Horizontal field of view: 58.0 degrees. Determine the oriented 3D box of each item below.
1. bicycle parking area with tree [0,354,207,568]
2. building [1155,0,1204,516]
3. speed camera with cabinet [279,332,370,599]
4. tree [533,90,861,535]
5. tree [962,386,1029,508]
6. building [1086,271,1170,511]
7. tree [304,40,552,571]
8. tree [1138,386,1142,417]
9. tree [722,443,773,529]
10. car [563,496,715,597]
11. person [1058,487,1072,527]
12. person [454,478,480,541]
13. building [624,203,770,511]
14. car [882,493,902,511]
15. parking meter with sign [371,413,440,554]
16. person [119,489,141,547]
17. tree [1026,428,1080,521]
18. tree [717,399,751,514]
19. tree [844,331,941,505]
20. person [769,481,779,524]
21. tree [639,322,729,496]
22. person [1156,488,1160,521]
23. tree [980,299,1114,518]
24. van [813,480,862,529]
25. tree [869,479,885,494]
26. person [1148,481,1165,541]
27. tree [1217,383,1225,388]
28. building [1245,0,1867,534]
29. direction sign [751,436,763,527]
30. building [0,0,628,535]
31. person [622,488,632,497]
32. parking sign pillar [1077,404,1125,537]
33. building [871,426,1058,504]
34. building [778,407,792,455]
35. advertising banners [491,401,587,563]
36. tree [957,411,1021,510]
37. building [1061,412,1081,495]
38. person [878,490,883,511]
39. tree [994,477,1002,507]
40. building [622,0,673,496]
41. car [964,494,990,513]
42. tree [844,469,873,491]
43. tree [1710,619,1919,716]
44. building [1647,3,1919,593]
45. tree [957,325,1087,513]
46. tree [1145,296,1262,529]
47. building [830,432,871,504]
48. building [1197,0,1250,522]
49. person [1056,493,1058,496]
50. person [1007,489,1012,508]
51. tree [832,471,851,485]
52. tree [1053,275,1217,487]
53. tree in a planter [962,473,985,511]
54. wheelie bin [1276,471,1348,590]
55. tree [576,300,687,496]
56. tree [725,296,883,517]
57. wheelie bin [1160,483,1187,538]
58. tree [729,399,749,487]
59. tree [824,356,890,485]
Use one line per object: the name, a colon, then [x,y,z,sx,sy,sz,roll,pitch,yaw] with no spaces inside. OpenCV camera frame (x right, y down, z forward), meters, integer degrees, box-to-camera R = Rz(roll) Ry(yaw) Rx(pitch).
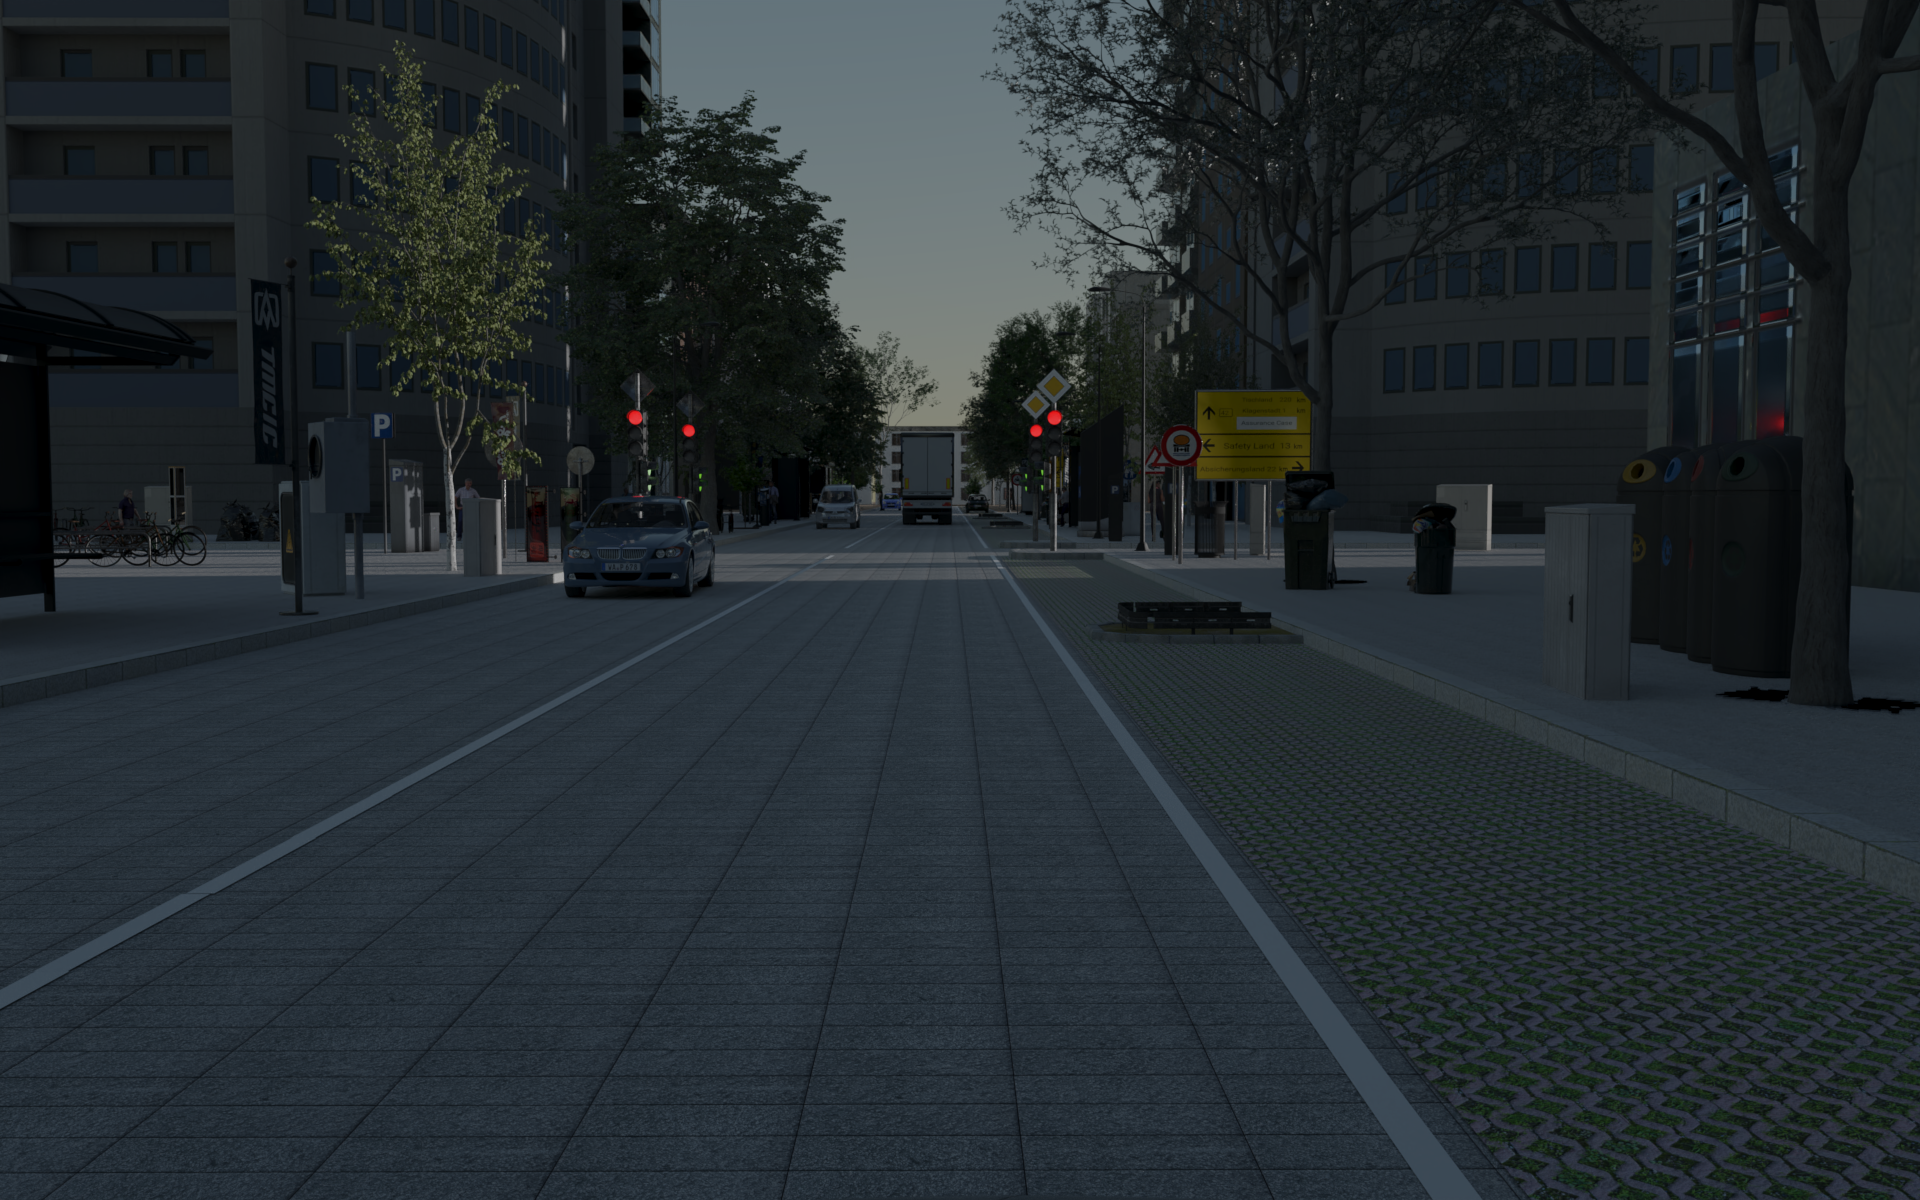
bicycle parking area with tree: [-18.192,-2.781,32.468,9.016,4.147,8.231,-1,4,-8]
building: [23.966,-29.692,105.070,23.786,49.044,30.456,0,4,0]
speed camera with cabinet: [-7.973,-1.671,21.649,0.660,3.252,2.038,-3,4,-36]
tree: [-8.008,-9.010,53.971,9.857,13.997,8.962,0,3,0]
tree: [3.969,-14.695,158.384,7.486,12.596,7.792,0,3,0]
building: [20.173,-17.080,145.719,16.747,18.905,31.486,0,4,0]
tree: [-8.502,-4.781,28.528,4.737,8.622,4.395,0,3,0]
tree: [9.104,-7.253,68.955,4.360,8.622,3.978,0,3,0]
tree: [-8.019,-4.231,63.774,1.663,3.219,1.824,0,3,0]
car: [-4.648,-0.829,25.555,2.014,1.417,4.499,0,4,-2]
person: [4.097,-3.626,67.534,0.614,1.554,0.590,-2,4,-28]
person: [-13.563,-2.489,47.673,0.756,1.711,0.436,-1,4,-17]
building: [-30.561,-17.999,138.256,27.936,21.610,32.646,0,4,0]
car: [-5.967,-8.639,150.831,1.945,1.707,3.694,0,4,-1]
parking meter with sign: [-12.115,-2.552,37.989,0.543,3.016,1.738,1,4,18]
person: [-20.507,-1.958,42.715,0.471,1.553,0.569,3,5,44]
tree: [4.638,-5.994,81.720,4.285,4.588,4.351,0,3,0]
tree: [-13.731,-9.764,110.000,4.360,8.622,3.978,0,3,0]
tree: [-8.067,-20.983,198.967,12.611,20.169,13.585,0,3,0]
person: [-8.135,-4.177,74.209,0.709,1.838,0.599,2,4,31]
tree: [-12.418,-7.443,72.048,4.737,8.622,4.395,0,3,0]
person: [9.619,-4.691,83.673,0.756,1.711,0.436,2,4,28]
tree: [4.643,-10.167,91.983,9.928,11.665,9.643,0,3,0]
van: [-5.073,-3.990,72.242,2.013,2.044,4.112,0,3,0]
tree: [-8.902,-11.625,184.676,1.663,3.219,1.824,0,3,0]
person: [5.379,-2.409,46.893,0.593,1.643,0.415,-1,4,-19]
tree: [9.421,-7.657,75.554,4.737,8.622,4.395,0,3,0]
building: [26.227,-31.872,63.108,28.212,58.520,21.231,0,4,0]
direction sign: [-7.802,-4.560,66.556,0.379,3.537,0.876,1,4,23]
building: [-26.221,-32.096,66.774,21.231,58.520,28.212,0,4,0]
person: [-14.812,-4.211,77.112,0.499,1.552,0.429,1,4,21]
parking sign pillar: [4.229,-3.883,51.956,1.447,3.967,1.447,0,4,-6]
building: [3.393,-16.882,218.167,28.070,9.664,9.099,0,4,0]
building: [-22.562,-19.953,182.653,11.380,20.091,16.016,0,4,0]
advertising banners: [-7.937,-2.225,32.562,2.074,3.025,0.090,1,4,21]
tree: [4.240,-12.472,138.328,8.767,10.594,7.601,-1,4,-16]
building: [15.756,-14.353,176.824,9.099,9.664,28.070,0,4,0]
person: [-6.780,-8.447,147.332,0.721,1.735,1.217,1,4,14]
tree: [4.100,-13.406,169.543,4.360,8.622,3.978,0,3,0]
building: [-27.862,-47.886,95.606,22.319,86.520,31.000,0,4,0]
car: [1.292,-7.367,130.232,2.009,1.686,4.222,0,3,0]
tree: [-9.688,-10.688,158.455,4.285,4.588,4.351,0,3,0]
tree: [5.142,-6.102,10.144,12.009,13.543,11.850,0,3,0]
building: [23.672,-42.856,13.366,22.319,86.520,31.000,0,4,0]
tree: [4.436,-12.100,114.838,9.611,12.733,9.660,0,3,0]
tree: [9.311,-6.920,63.503,4.360,8.622,3.978,0,3,0]
building: [-25.026,-16.910,218.627,28.070,9.664,9.099,0,4,0]
building: [19.402,-26.468,82.864,14.600,45.320,14.200,0,4,0]
person: [8.206,-8.935,152.072,0.705,1.831,1.348,-3,5,-43]
person: [4.386,-9.011,154.074,0.721,1.736,1.217,1,4,21]
tree: [-8.466,-7.793,122.012,1.663,3.219,1.824,0,3,0]
tree: [5.100,-6.518,56.939,4.737,8.622,4.395,0,3,0]
tree in a planter: [1.326,-9.335,149.855,1.991,3.239,1.994,0,4,0]
wheelie bin: [4.725,-0.943,23.331,0.980,1.594,0.693,1,4,19]
tree: [-11.956,-7.007,64.929,4.360,8.622,3.978,0,3,0]
tree: [-8.923,-11.083,98.220,9.611,12.733,9.660,0,3,0]
wheelie bin: [6.156,-2.592,50.294,0.980,1.594,0.693,1,4,22]
tree: [-12.659,-8.413,87.910,4.737,8.622,4.395,0,3,0]
tree: [-9.229,-13.730,142.615,7.486,12.596,7.792,0,3,0]
